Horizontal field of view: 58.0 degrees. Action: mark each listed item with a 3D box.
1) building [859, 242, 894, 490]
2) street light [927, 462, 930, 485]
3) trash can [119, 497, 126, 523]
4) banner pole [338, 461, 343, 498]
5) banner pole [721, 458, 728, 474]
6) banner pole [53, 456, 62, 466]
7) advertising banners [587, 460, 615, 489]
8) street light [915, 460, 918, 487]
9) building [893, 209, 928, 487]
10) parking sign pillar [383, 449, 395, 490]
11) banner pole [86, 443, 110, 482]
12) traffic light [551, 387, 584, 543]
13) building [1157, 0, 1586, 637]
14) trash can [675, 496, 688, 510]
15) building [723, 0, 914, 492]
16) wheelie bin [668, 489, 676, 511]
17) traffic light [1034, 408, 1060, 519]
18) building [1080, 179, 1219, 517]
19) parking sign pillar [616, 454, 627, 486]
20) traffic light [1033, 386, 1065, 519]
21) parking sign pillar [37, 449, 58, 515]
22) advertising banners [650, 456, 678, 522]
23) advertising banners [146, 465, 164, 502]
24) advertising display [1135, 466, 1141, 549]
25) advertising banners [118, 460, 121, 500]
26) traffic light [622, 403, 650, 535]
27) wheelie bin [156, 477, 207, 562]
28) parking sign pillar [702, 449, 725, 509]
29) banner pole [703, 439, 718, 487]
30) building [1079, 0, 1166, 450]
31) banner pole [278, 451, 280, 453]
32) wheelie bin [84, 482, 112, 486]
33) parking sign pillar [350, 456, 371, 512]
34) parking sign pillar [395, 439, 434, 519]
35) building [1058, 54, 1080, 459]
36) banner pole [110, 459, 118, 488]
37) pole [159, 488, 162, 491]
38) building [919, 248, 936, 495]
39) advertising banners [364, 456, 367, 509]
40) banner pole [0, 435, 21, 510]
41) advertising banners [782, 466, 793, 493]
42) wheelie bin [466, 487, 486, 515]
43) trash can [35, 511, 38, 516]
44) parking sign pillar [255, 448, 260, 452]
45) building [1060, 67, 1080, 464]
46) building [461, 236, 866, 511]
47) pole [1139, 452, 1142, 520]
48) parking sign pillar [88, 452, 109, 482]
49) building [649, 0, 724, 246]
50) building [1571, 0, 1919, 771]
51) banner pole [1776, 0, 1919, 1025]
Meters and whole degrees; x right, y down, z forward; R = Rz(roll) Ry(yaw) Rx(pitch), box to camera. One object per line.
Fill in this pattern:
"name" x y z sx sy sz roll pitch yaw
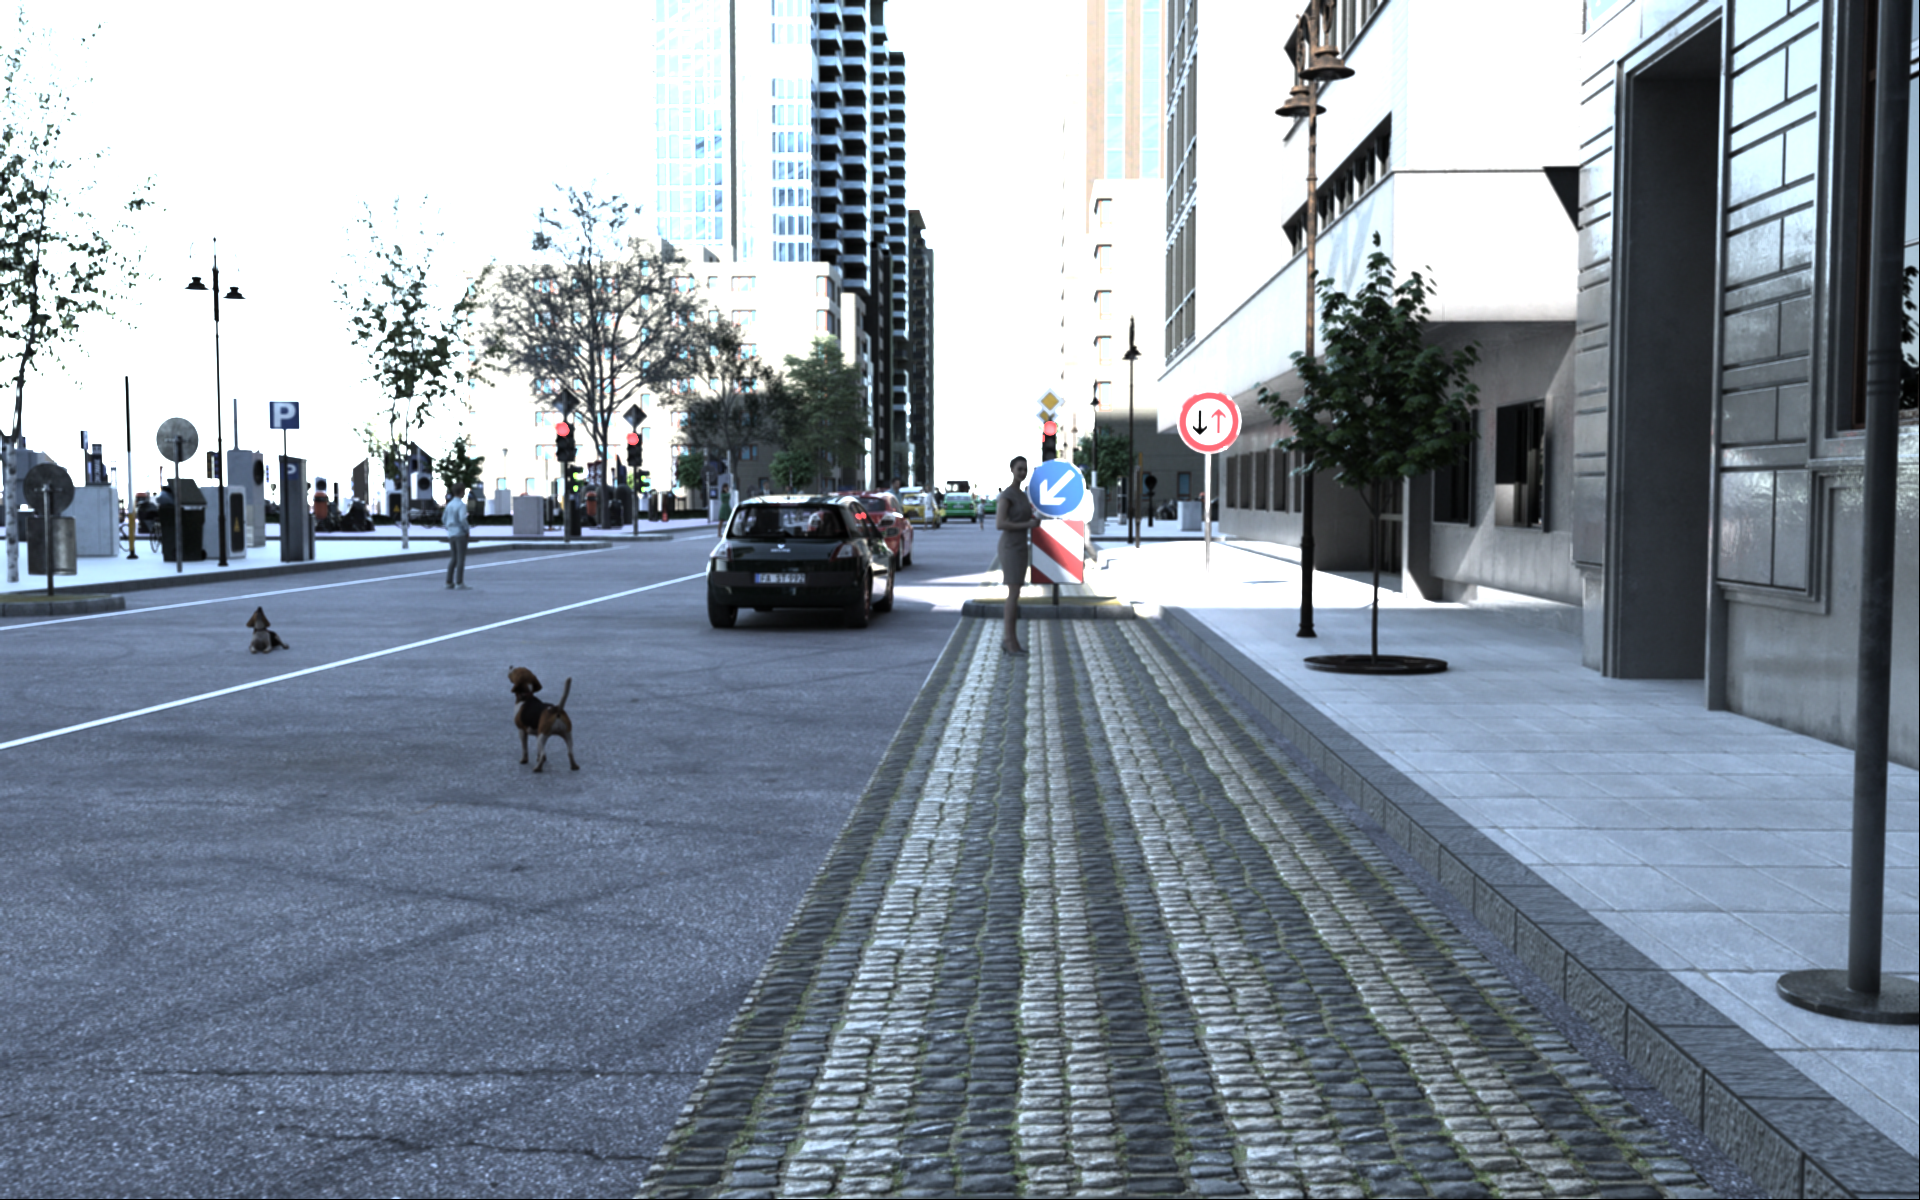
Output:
"building" -15.066 -25.980 196.472 14.160 30.474 14.107 0 4 2
"street light" -4.434 -16.521 242.903 0.468 5.910 1.993 0 4 2
"trash can" -36.930 -3.929 75.886 0.748 1.137 0.748 0 3 0
"banner pole" -46.289 -8.530 129.484 0.863 3.779 0.401 3 5 44
"banner pole" -14.428 -7.033 105.009 0.863 3.779 0.401 0 4 7
"banner pole" -59.706 -7.621 114.612 0.863 3.779 0.401 1 4 22
"advertising banners" -19.562 -6.075 95.510 2.074 3.025 0.090 0 4 6
"street light" -5.514 -14.726 213.557 0.468 5.910 1.993 0 4 2
"building" -16.295 -36.940 258.596 22.147 44.769 28.867 0 4 2
"parking sign pillar" -33.853 -7.049 103.718 1.447 3.967 1.447 2 4 33
"banner pole" -37.234 -5.164 74.447 0.863 3.779 0.401 -3 4 -38
"traffic light" -10.375 -3.472 45.685 0.839 4.253 0.868 0 4 2
"building" 11.480 -12.807 28.464 14.314 24.678 30.058 0 4 2
"trash can" -17.378 -5.898 108.088 0.748 1.137 0.748 0 3 0
"building" -16.853 -55.949 227.442 22.319 86.520 31.000 0 4 2
"wheelie bin" -18.511 -6.298 110.878 0.693 1.594 0.980 -1 4 -11
"traffic light" 2.650 -3.929 53.166 0.839 4.253 0.868 0 4 2
"building" 21.853 -16.170 109.420 27.650 21.520 28.899 0 4 2
"parking sign pillar" -22.786 -7.843 116.711 1.447 3.967 1.447 0 4 2
"traffic light" 2.327 -3.441 45.188 0.839 4.253 0.868 0 4 2
"parking sign pillar" -54.660 -7.056 103.837 1.447 3.967 1.447 2 4 26
"advertising banners" -13.683 -5.138 80.198 2.074 3.025 0.090 3 5 42
"advertising banners" -48.132 -6.563 103.492 0.090 3.025 2.074 1 4 9
"advertising display" 4.177 -2.171 40.709 0.123 1.923 0.974 0 4 4
"advertising banners" -42.402 -5.567 87.207 0.090 3.025 2.074 -1 4 -17
"traffic light" -10.051 -3.960 53.664 0.839 4.253 0.868 0 4 2
"wheelie bin" -14.869 -1.536 33.022 0.693 1.594 0.980 2 4 25
"parking sign pillar" -14.540 -6.965 102.343 1.447 3.967 1.447 0 4 8
"banner pole" -11.453 -5.406 78.405 0.401 3.779 0.863 1 4 13
"building" 17.400 -30.524 149.177 14.600 45.320 14.200 0 4 2
"banner pole" -39.337 -6.772 100.745 0.863 3.779 0.401 -2 4 -31
"wheelie bin" -22.972 -2.338 46.136 0.980 1.594 0.693 -2 4 -27
"parking sign pillar" -42.444 -8.195 122.457 1.447 3.967 1.447 3 4 38
"parking sign pillar" -26.539 -5.911 85.110 1.447 3.967 1.447 1 4 23
"building" 24.834 -57.078 245.900 22.319 86.520 31.000 0 4 2
"banner pole" -53.836 -7.329 109.846 0.863 3.779 0.401 -3 4 -39
"pole" -60.237 -8.359 130.509 0.158 3.312 0.155 0 3 0
"building" -11.381 -36.475 279.959 14.154 41.232 14.086 0 4 2
"advertising banners" -27.277 -5.093 79.454 0.090 3.025 2.074 -1 4 -16
"banner pole" -35.175 -4.543 64.296 0.863 3.779 0.401 0 4 -5
"advertising banners" -10.808 -6.867 108.461 0.090 3.025 2.074 1 4 13
"wheelie bin" -22.235 -4.377 79.480 0.693 1.594 0.980 2 4 30
"trash can" -52.942 -5.384 99.677 0.748 1.137 0.748 0 3 0
"parking sign pillar" -41.602 -6.906 101.377 1.447 3.967 1.447 -1 4 -20
"building" 21.917 -34.720 191.371 21.300 48.544 21.600 0 4 2
"building" -22.992 -18.298 144.205 27.650 21.520 28.899 0 4 2
"pole" 8.856 -5.574 84.970 0.158 3.312 0.155 0 3 0
"parking sign pillar" -52.897 -7.200 106.184 1.447 3.967 1.447 2 4 31
"building" -19.252 -52.583 172.401 22.319 86.520 31.000 0 4 2
"building" 9.193 -10.162 2.311 11.583 22.565 21.152 0 4 2
"banner pole" 2.511 -0.874 4.311 0.863 3.779 0.401 -1 4 -12
